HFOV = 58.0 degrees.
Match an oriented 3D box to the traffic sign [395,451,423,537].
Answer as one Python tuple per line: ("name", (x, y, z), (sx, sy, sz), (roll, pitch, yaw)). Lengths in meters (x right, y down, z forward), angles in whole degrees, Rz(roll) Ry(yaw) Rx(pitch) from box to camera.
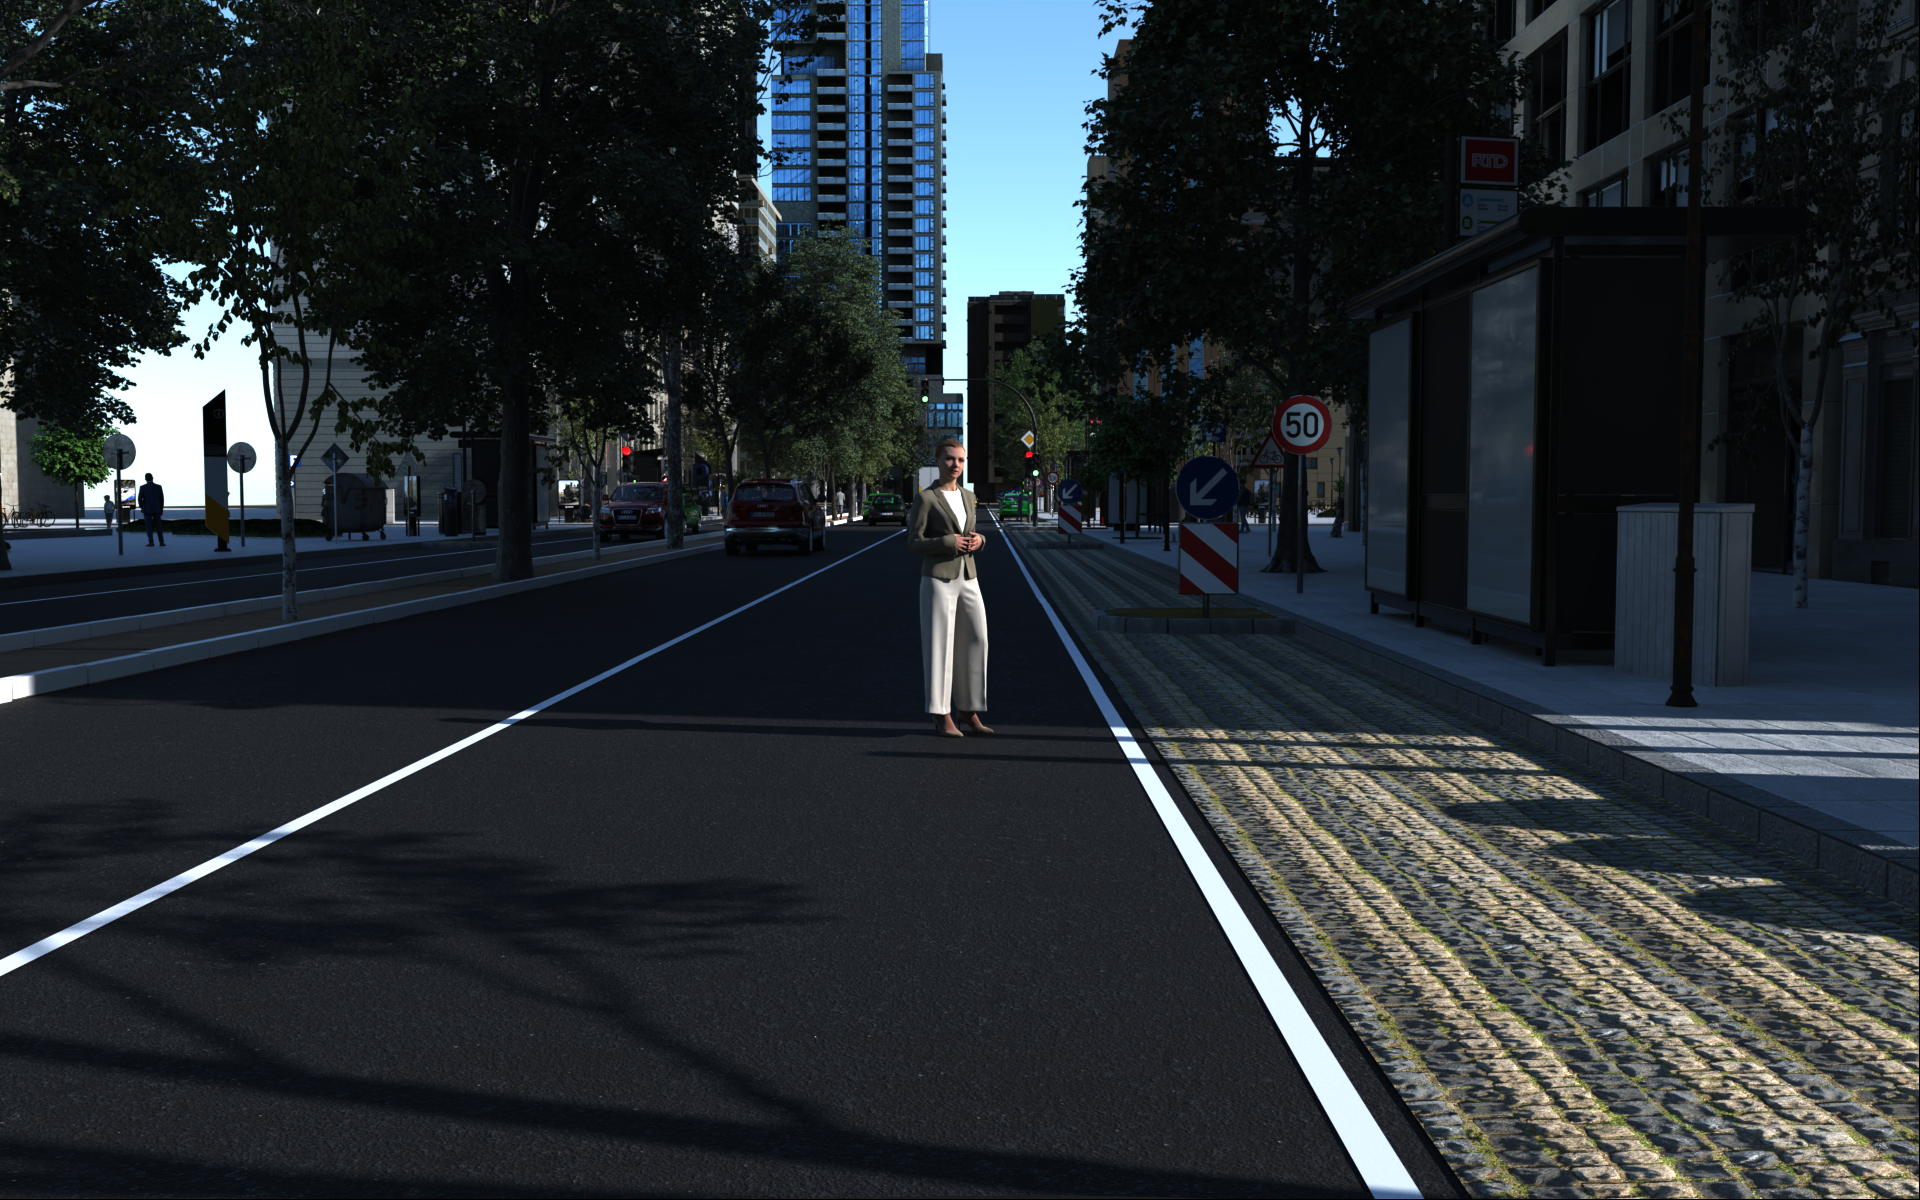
("traffic sign", (-16.453, -3.161, 51.690), (0.884, 2.594, 0.081), (0, 4, 6))

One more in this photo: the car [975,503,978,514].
("car", (-0.217, -4.023, 77.782), (2.014, 1.417, 4.499), (0, 4, 2))

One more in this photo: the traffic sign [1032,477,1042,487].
("traffic sign", (5.683, -7.849, 128.437), (0.768, 2.556, 0.104), (0, 4, 4))

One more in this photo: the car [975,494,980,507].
("car", (1.224, -11.338, 197.170), (2.131, 1.459, 4.920), (0, 4, 2))

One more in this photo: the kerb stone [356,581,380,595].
("kerb stone", (-8.591, -0.162, 24.851), (0.120, 0.150, 1.000), (0, 4, 1))

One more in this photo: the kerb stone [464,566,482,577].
("kerb stone", (-8.517, -0.476, 29.977), (0.120, 0.150, 1.000), (0, 4, 1))

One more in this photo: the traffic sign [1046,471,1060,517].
("traffic sign", (5.129, -5.845, 95.670), (0.768, 2.556, 0.104), (1, 4, 9))

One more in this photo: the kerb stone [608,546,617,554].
("kerb stone", (-8.405, -1.165, 41.260), (0.120, 0.150, 1.000), (0, 4, 1))

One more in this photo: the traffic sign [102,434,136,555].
("traffic sign", (-17.725, -2.226, 36.508), (0.768, 2.556, 0.104), (1, 4, 9))

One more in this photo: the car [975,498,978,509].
("car", (0.713, -9.382, 163.620), (2.015, 1.641, 3.980), (0, 4, -1))

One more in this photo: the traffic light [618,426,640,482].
("traffic light", (-13.114, -4.870, 68.545), (0.839, 4.253, 0.868), (0, 4, 1))

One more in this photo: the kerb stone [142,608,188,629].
("kerb stone", (-8.653, 0.217, 18.693), (0.120, 0.150, 1.000), (0, 4, 1))

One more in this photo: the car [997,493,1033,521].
("car", (2.981, -5.127, 92.627), (1.959, 1.807, 4.718), (0, 4, 1))

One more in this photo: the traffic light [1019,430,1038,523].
("traffic light", (3.036, -5.348, 76.366), (0.839, 4.253, 0.868), (0, 4, 1))

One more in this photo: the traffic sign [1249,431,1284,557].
("traffic sign", (6.356, -2.171, 35.499), (0.884, 2.594, 0.081), (0, 4, 6))

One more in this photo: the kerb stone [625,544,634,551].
("kerb stone", (-8.380, -1.288, 43.303), (0.120, 0.150, 1.000), (0, 4, 1))

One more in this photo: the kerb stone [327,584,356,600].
("kerb stone", (-8.588, -0.094, 23.823), (0.120, 0.150, 1.000), (0, 4, 1))

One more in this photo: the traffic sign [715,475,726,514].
("traffic sign", (-15.627, -6.906, 113.014), (0.768, 2.556, 0.104), (0, 4, 7))

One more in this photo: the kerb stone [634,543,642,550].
("kerb stone", (-8.362, -1.353, 44.325), (0.120, 0.150, 1.000), (0, 4, 1))

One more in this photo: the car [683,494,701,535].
("car", (-10.538, -3.289, 62.564), (1.959, 1.807, 4.718), (0, 4, 2))

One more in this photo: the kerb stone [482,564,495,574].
("kerb stone", (-8.513, -0.539, 31.010), (0.120, 0.150, 1.000), (0, 4, 1))

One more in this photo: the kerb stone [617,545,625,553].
("kerb stone", (-8.391, -1.228, 42.281), (0.120, 0.150, 1.000), (0, 4, 1))

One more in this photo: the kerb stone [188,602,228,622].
("kerb stone", (-8.644, 0.152, 19.715), (0.120, 0.150, 1.000), (0, 4, 1))

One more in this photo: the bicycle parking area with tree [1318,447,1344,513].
("bicycle parking area with tree", (25.594, -7.391, 107.850), (8.231, 4.147, 9.016), (-1, 4, -15))

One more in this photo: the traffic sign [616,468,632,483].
("traffic sign", (-15.997, -5.037, 82.456), (0.768, 2.556, 0.104), (1, 4, 10))

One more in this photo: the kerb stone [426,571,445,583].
("kerb stone", (-8.556, -0.350, 27.922), (0.120, 0.150, 1.000), (0, 4, 1))

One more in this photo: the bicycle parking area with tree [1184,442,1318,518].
("bicycle parking area with tree", (15.885, -7.088, 102.892), (8.231, 4.147, 9.016), (2, 4, 25))

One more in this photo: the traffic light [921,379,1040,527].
("traffic light", (0.854, -5.725, 68.264), (4.771, 5.953, 1.251), (0, 4, 1))

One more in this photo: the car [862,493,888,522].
("car", (-4.009, -4.936, 89.504), (1.959, 1.807, 4.718), (0, 4, 2))

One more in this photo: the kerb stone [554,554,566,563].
("kerb stone", (-8.457, -0.851, 36.137), (0.120, 0.150, 1.000), (0, 4, 1))

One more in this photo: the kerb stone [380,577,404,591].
("kerb stone", (-8.571, -0.221, 25.879), (0.120, 0.150, 1.000), (0, 4, 1))

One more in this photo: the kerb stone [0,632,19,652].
("kerb stone", (-8.690, 0.402, 15.620), (0.120, 0.150, 1.000), (0, 4, 1))

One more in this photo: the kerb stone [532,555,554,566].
("kerb stone", (-8.472, -0.790, 35.108), (0.120, 0.150, 1.000), (0, 4, 1))

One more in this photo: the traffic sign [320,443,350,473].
("traffic sign", (-16.051, -2.736, 44.474), (0.795, 2.593, 0.064), (0, 4, 7))

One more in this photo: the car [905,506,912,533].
("car", (-0.850, -2.800, 57.791), (2.014, 1.417, 4.499), (0, 3, 0))

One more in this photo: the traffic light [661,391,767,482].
("traffic light", (-10.932, -6.231, 76.541), (4.771, 5.953, 1.251), (0, 4, 1))

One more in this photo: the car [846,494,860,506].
("car", (-11.659, -11.087, 191.050), (2.009, 1.686, 4.222), (0, 4, 0))

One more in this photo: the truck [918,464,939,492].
("truck", (-2.764, -10.937, 167.736), (2.839, 4.237, 11.283), (0, 4, 0))

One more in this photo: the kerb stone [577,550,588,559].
("kerb stone", (-8.429, -0.978, 38.191), (0.120, 0.150, 1.000), (0, 4, 1))

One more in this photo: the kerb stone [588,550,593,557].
("kerb stone", (-8.428, -1.041, 39.214), (0.120, 0.150, 1.000), (0, 4, 1))

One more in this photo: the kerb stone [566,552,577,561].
("kerb stone", (-8.450, -0.913, 37.163), (0.120, 0.150, 1.000), (0, 4, 1))

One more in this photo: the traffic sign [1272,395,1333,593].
("traffic sign", (4.400, -1.360, 22.336), (0.768, 2.556, 0.104), (1, 4, 10))

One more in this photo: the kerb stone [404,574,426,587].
("kerb stone", (-8.562, -0.288, 26.900), (0.120, 0.150, 1.000), (0, 4, 1))

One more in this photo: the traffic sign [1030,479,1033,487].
("traffic sign", (5.649, -8.140, 133.191), (0.768, 2.556, 0.104), (1, 4, 10))

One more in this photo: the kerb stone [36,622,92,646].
("kerb stone", (-8.680, 0.340, 16.642), (0.120, 0.150, 1.000), (0, 4, 1))

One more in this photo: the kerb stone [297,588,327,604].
("kerb stone", (-8.612, -0.036, 22.792), (0.120, 0.150, 1.000), (0, 4, 1))

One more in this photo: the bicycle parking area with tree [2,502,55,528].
("bicycle parking area with tree", (-38.965, -4.702, 63.881), (8.231, 4.147, 9.016), (1, 4, 15))

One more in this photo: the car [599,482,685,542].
("car", (-9.842, -2.757, 53.748), (2.281, 1.827, 5.304), (0, 3, 0))

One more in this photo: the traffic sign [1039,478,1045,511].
("traffic sign", (6.202, -8.207, 134.289), (0.768, 2.556, 0.104), (0, 4, 4))

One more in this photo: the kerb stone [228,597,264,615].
("kerb stone", (-8.631, 0.089, 20.741), (0.120, 0.150, 1.000), (0, 4, 1))

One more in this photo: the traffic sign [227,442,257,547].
("traffic sign", (-17.518, -2.577, 42.242), (0.768, 2.556, 0.104), (0, 4, 8))

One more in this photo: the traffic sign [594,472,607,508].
("traffic sign", (-16.743, -4.810, 80.773), (0.606, 2.300, 0.079), (0, 4, 4))

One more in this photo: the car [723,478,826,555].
("car", (-4.462, -2.050, 42.187), (2.281, 1.827, 5.304), (0, 4, 1))

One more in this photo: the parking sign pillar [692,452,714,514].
("parking sign pillar", (-16.444, -7.472, 110.636), (1.447, 3.967, 1.447), (2, 4, 29))

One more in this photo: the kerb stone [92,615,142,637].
("kerb stone", (-8.674, 0.277, 17.671), (0.120, 0.150, 1.000), (0, 4, 1))

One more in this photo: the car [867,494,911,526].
("car", (-3.253, -4.221, 78.804), (2.009, 1.686, 4.222), (0, 4, 0))

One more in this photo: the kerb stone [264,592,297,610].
("kerb stone", (-8.619, 0.032, 21.763), (0.120, 0.150, 1.000), (0, 4, 1))

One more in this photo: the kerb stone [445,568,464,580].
("kerb stone", (-8.547, -0.412, 28.956), (0.120, 0.150, 1.000), (0, 4, 1))

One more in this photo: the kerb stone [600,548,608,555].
("kerb stone", (-8.416, -1.104, 40.238), (0.120, 0.150, 1.000), (0, 4, 1))
